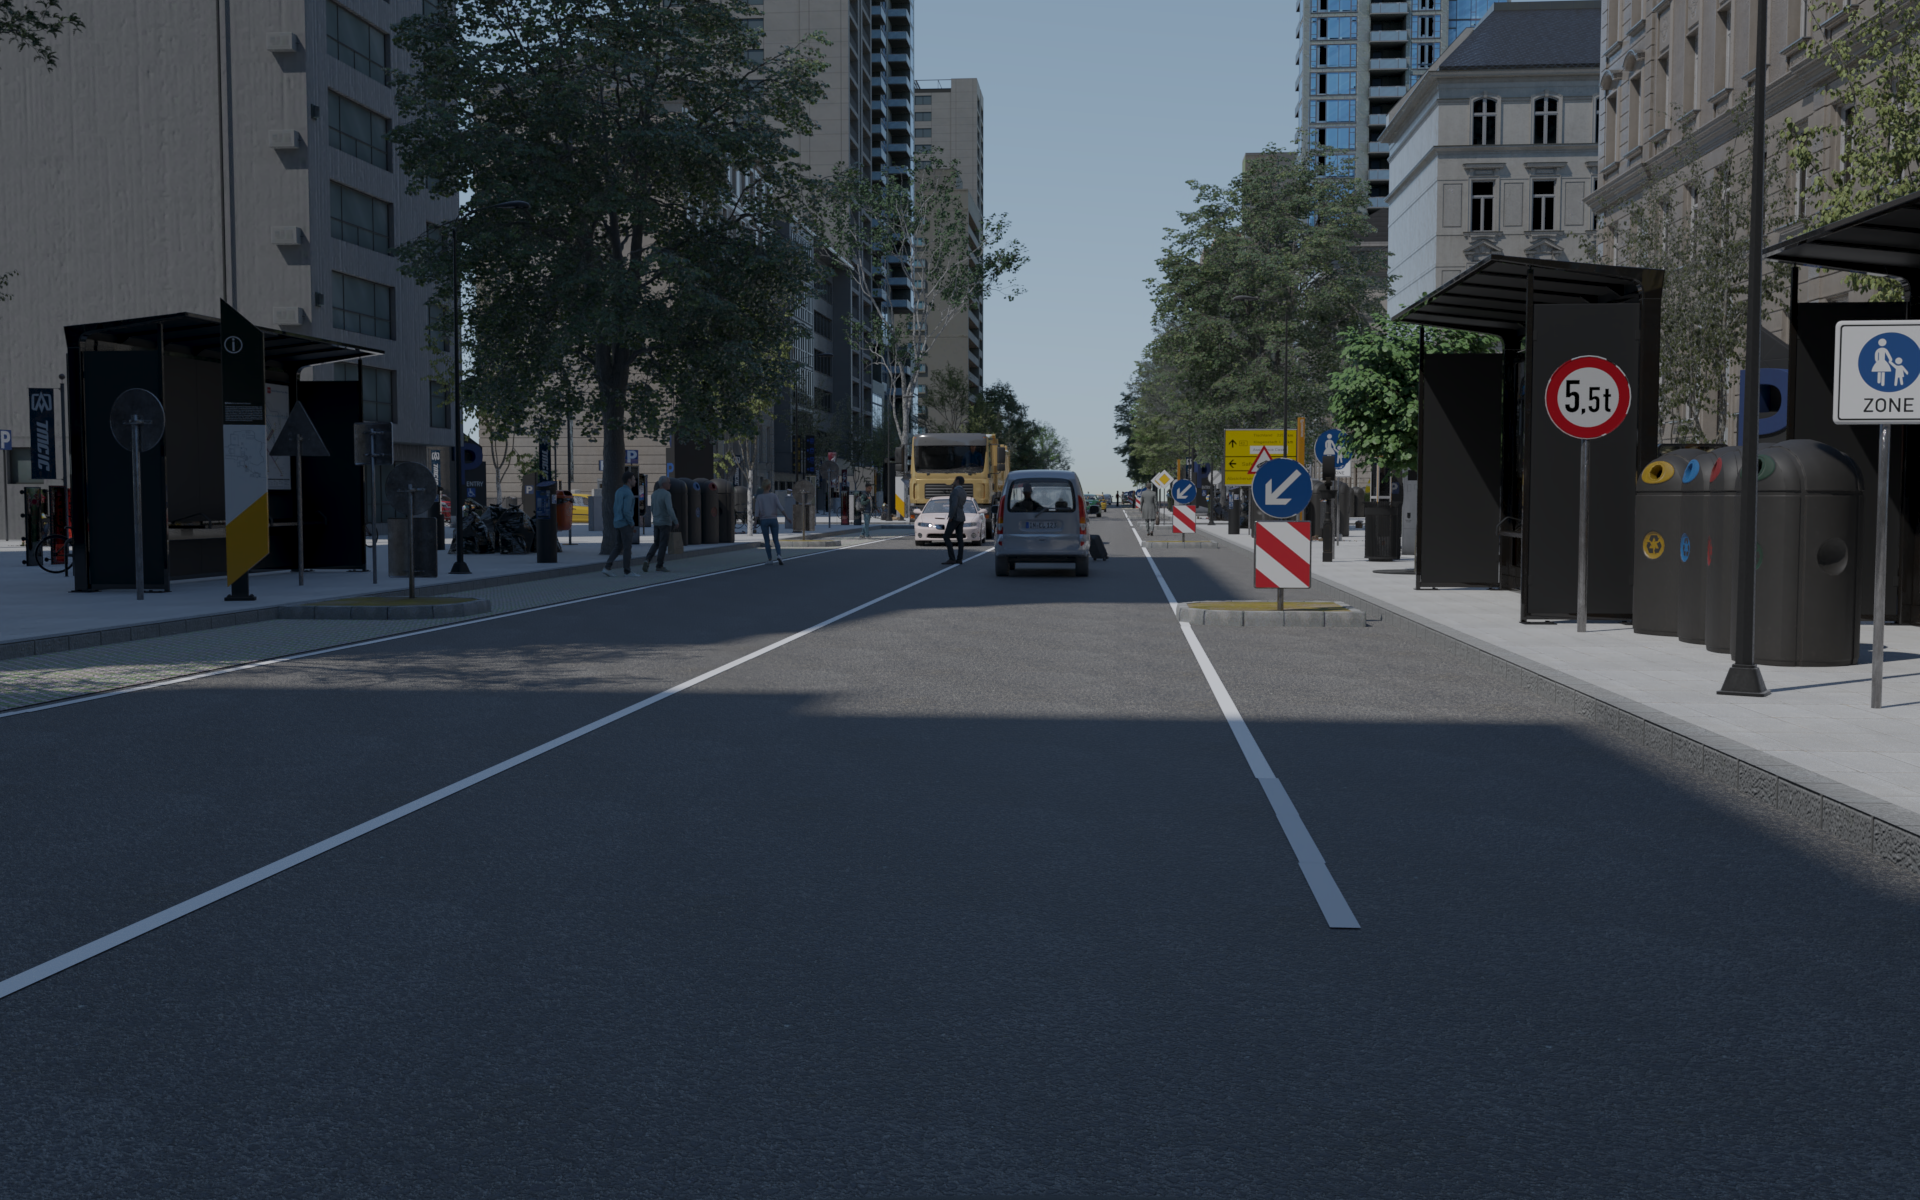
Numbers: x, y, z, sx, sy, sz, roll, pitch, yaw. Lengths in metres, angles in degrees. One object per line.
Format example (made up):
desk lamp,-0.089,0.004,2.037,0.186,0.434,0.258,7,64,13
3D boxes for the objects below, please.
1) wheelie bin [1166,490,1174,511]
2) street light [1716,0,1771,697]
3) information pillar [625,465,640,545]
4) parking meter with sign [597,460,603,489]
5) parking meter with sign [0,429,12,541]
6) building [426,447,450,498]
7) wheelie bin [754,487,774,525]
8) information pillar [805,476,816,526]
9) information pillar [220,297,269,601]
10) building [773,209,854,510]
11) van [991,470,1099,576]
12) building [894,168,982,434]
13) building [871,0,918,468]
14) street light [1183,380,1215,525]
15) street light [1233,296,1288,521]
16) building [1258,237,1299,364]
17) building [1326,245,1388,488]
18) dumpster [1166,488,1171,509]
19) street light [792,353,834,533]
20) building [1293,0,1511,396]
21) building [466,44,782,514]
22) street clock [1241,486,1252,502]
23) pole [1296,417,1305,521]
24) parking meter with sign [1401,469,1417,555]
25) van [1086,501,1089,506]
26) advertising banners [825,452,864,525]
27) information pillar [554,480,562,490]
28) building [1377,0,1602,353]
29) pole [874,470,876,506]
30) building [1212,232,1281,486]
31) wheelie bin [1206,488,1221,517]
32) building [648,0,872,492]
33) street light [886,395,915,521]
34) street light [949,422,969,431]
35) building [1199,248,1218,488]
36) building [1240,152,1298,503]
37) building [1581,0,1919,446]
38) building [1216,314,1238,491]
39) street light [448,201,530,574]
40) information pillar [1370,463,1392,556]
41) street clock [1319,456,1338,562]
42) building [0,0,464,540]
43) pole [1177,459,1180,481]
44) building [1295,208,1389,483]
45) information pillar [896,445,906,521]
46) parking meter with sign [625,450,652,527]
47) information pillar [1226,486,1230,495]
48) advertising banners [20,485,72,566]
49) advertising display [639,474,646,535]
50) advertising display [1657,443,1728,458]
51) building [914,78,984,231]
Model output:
wheelie bin,16.169,-7.597,132.119,0.980,1.594,0.693,-1,4,-11
street light,4.488,-2.351,10.984,1.470,5.913,1.316,0,4,5
information pillar,-8.355,-2.417,44.018,0.304,2.012,0.304,3,5,42
parking meter with sign,-17.695,-5.641,88.486,1.738,3.016,0.543,3,5,41
parking meter with sign,-26.662,-3.100,46.948,1.738,3.016,0.543,0,4,5
building,-41.156,-17.210,99.412,19.932,24.808,12.078,0,4,5
wheelie bin,-8.241,-3.979,72.964,0.980,1.594,0.693,1,4,18
information pillar,-6.042,-4.016,70.155,0.304,2.012,0.304,3,5,43
information pillar,-8.585,-1.799,20.768,0.504,3.616,0.183,-1,4,-15
building,-17.243,-19.116,131.611,14.314,24.678,30.058,0,4,5
van,1.532,-1.499,31.521,2.013,2.044,4.112,0,4,4
building,-8.506,-38.980,261.029,21.300,48.544,21.600,0,4,5
building,-15.589,-53.767,191.758,22.319,86.520,31.000,0,4,5
street light,9.770,-6.013,70.857,1.470,5.913,1.316,0,4,5
street light,7.094,-4.167,40.665,1.470,5.913,1.316,0,4,5
building,40.304,-25.909,195.319,14.160,30.474,14.107,0,4,5
building,31.703,-15.768,122.426,10.561,19.102,19.286,0,4,5
dumpster,18.062,-8.590,146.204,1.264,1.857,1.865,0,4,5
street light,-4.863,-5.182,57.263,1.470,5.913,1.316,0,4,5
building,41.859,-52.489,170.868,22.319,86.520,31.000,0,4,5
building,-19.096,-18.764,104.056,12.463,27.353,25.104,0,4,5
street clock,15.682,-5.555,95.390,0.358,2.002,0.471,3,5,39
pole,9.080,-3.201,46.177,0.158,3.312,0.155,0,3,0
parking meter with sign,9.669,-2.453,36.364,1.738,3.016,0.543,2,4,31
van,2.759,-2.666,50.604,2.013,2.044,4.112,0,4,6
advertising banners,-4.730,-4.606,71.490,2.074,3.025,0.090,3,5,43
information pillar,-21.017,-5.267,90.604,0.304,2.012,0.304,2,4,29
building,46.209,-19.412,93.796,44.131,29.872,17.030,0,4,5
pole,-7.090,-9.227,144.704,0.158,3.312,0.155,0,3,0
building,51.943,-38.316,281.098,22.147,44.769,28.867,0,4,5
wheelie bin,14.241,-5.430,96.685,0.980,1.594,0.693,-1,4,-22
building,-17.014,-44.497,165.777,20.563,71.187,20.611,0,4,5
street light,-2.808,-6.667,81.542,1.470,5.913,1.316,0,4,5
street light,-0.111,-8.478,111.163,1.470,5.913,1.316,0,4,5
building,49.092,-39.940,303.133,14.600,45.320,14.200,0,4,5
building,40.898,-32.166,209.506,14.154,41.232,14.086,0,4,5
building,25.758,-15.162,45.169,12.463,27.353,25.104,0,4,5
building,45.497,-29.834,259.489,14.160,30.474,14.107,0,4,5
street light,-7.503,-3.370,27.636,1.470,5.913,1.316,0,4,5
information pillar,8.127,-1.772,33.472,0.304,2.012,0.304,-1,4,-14
street clock,6.946,-1.720,32.689,0.358,2.002,0.471,1,4,13
building,-23.935,-17.272,54.093,14.107,30.474,14.160,0,4,5
pole,12.891,-6.623,102.135,0.158,3.312,0.155,0,3,0
building,33.450,-19.138,141.792,11.050,23.489,19.941,0,4,5
information pillar,-2.846,-5.593,82.795,0.504,3.616,0.183,2,4,29
parking meter with sign,-12.471,-4.349,67.367,0.543,3.016,1.738,-2,4,-31
information pillar,18.577,-7.906,120.622,0.183,3.616,0.504,-3,5,-45
advertising banners,-16.462,-2.162,31.538,0.090,3.025,2.074,0,4,4
advertising display,-10.445,-3.038,54.882,0.974,1.923,0.123,0,4,4
advertising display,9.303,-1.032,22.085,0.974,1.923,0.123,0,4,-5
building,-4.211,-52.911,303.348,20.563,71.187,20.611,0,4,5
